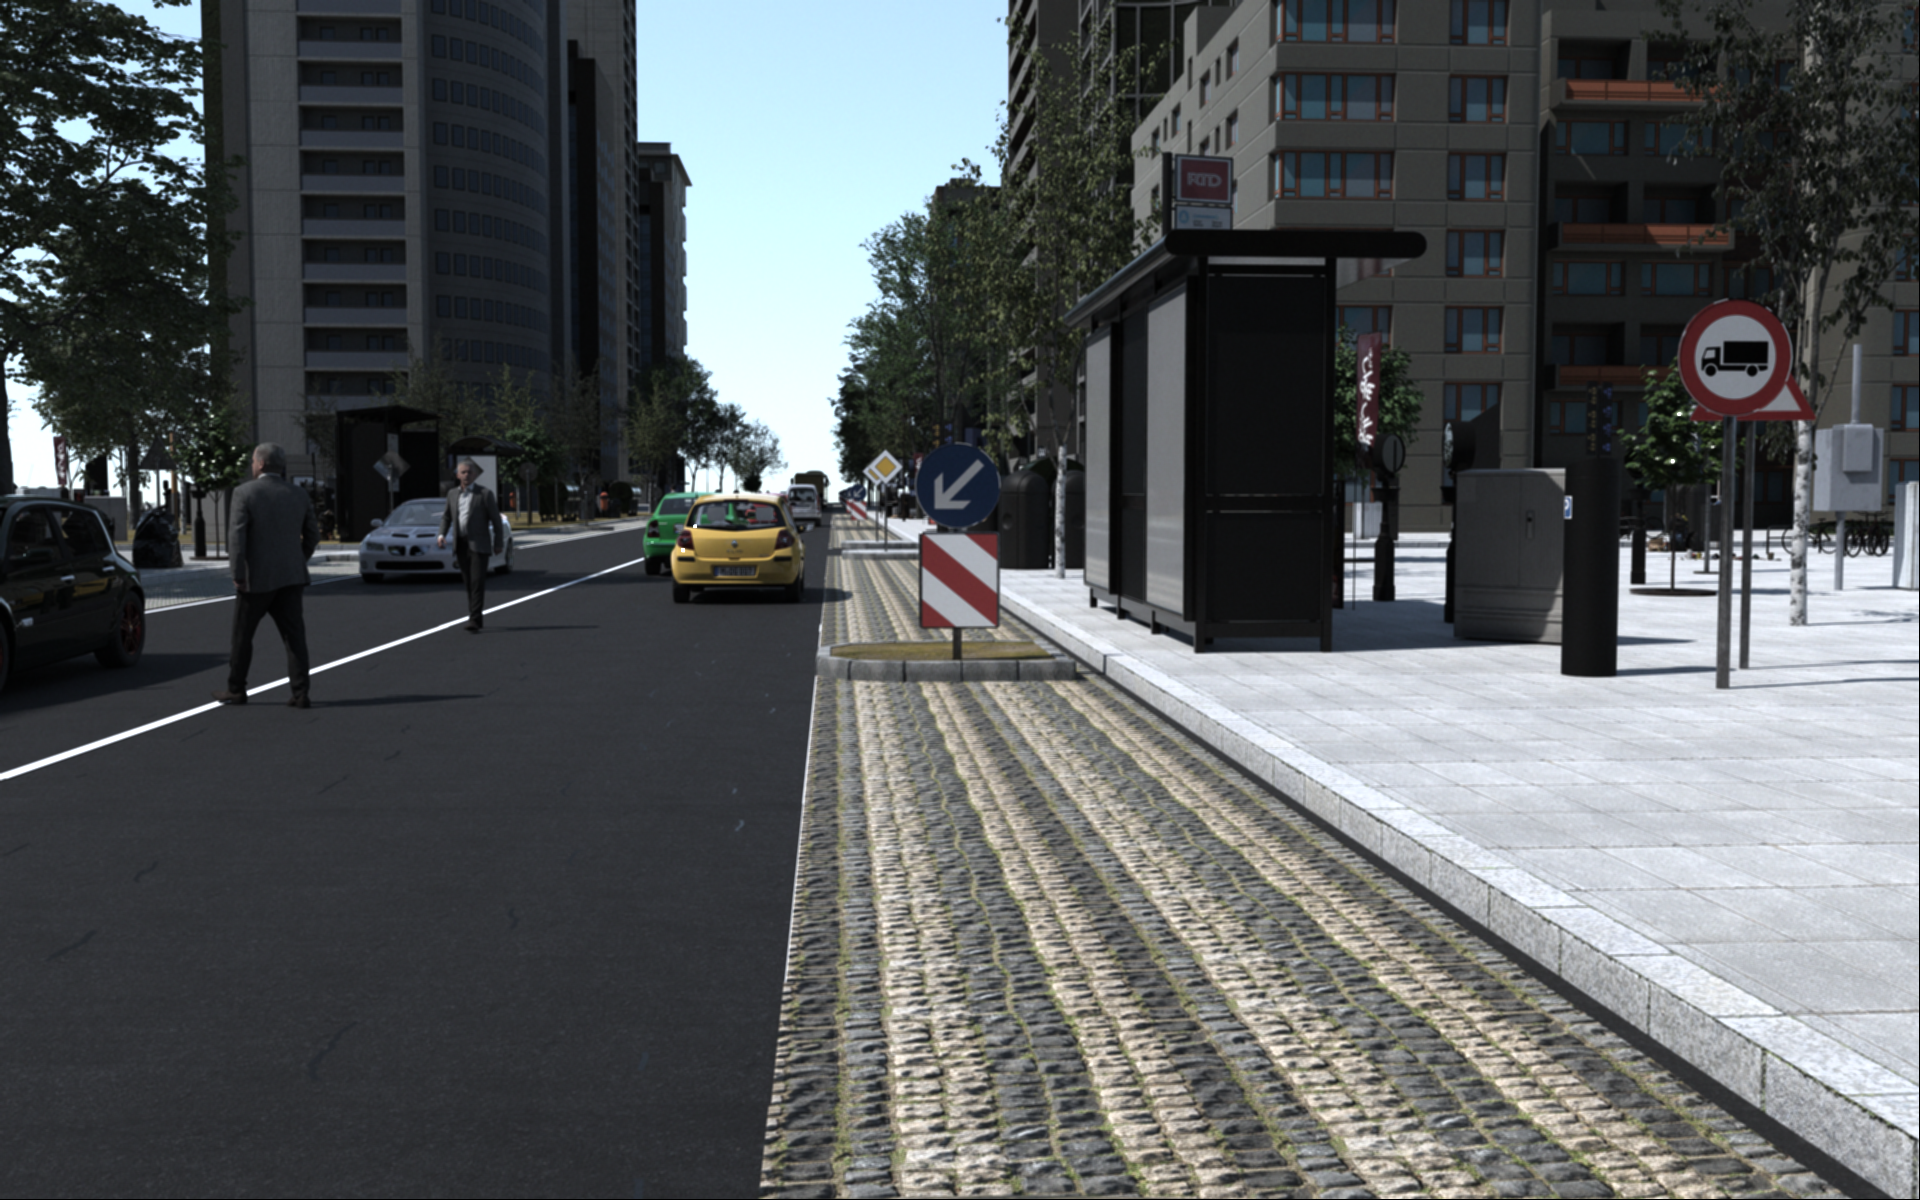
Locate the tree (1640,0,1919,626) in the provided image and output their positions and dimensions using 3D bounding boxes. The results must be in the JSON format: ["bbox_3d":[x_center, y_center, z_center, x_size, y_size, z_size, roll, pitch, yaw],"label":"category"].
[{"bbox_3d":[8.436,-4.057,16.699,4.360,8.622,3.978,0,3,0],"label":"tree"}]

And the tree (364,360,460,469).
[{"bbox_3d":[-30.459,-9.058,98.464,4.737,8.622,4.395,0,3,0],"label":"tree"}]

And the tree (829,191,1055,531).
[{"bbox_3d":[-0.519,-8.201,59.848,9.928,11.665,9.643,0,3,0],"label":"tree"}]

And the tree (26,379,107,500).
[{"bbox_3d":[-44.548,-8.361,87.067,4.737,8.622,4.395,0,3,0],"label":"tree"}]

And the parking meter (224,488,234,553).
[{"bbox_3d":[-15.840,-1.796,37.779,0.372,1.533,0.369,0,3,0],"label":"parking meter"}]

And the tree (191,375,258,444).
[{"bbox_3d":[-44.905,-9.495,105.607,4.737,8.622,4.395,0,3,0],"label":"tree"}]

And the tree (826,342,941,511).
[{"bbox_3d":[-5.545,-13.950,134.734,9.857,13.997,8.962,0,3,0],"label":"tree"}]

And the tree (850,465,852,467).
[{"bbox_3d":[-13.861,-17.593,238.005,4.737,8.622,4.395,0,3,0],"label":"tree"}]

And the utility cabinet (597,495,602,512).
[{"bbox_3d":[-19.723,-5.110,94.708,0.306,1.237,1.020,-1,4,-12],"label":"utility cabinet"}]

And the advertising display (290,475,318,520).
[{"bbox_3d":[-22.831,-3.363,60.196,0.123,1.923,0.974,2,4,27],"label":"advertising display"}]

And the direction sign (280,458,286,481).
[{"bbox_3d":[-39.805,-6.691,101.397,0.379,3.537,0.876,2,4,26],"label":"direction sign"}]

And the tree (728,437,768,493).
[{"bbox_3d":[-26.708,-15.857,209.627,4.737,8.622,4.395,0,3,0],"label":"tree"}]

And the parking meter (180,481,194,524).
[{"bbox_3d":[-32.745,-4.134,73.302,0.399,1.863,0.255,1,4,18],"label":"parking meter"}]

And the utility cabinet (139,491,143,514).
[{"bbox_3d":[-51.966,-6.180,109.722,0.318,1.500,1.173,-1,4,-23],"label":"utility cabinet"}]

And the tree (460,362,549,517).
[{"bbox_3d":[-24.565,-8.909,96.025,4.737,8.622,4.395,0,3,0],"label":"tree"}]

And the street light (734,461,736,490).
[{"bbox_3d":[-26.599,-14.213,205.163,0.468,5.910,1.993,0,4,-4],"label":"street light"}]

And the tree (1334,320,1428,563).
[{"bbox_3d":[7.212,-3.003,32.818,4.285,4.588,4.351,0,3,0],"label":"tree"}]

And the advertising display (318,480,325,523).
[{"bbox_3d":[-29.068,-4.450,77.966,0.974,1.923,0.123,-2,4,-32],"label":"advertising display"}]

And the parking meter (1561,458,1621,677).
[{"bbox_3d":[4.466,-0.235,12.259,0.372,1.533,0.369,0,3,0],"label":"parking meter"}]

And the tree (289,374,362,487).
[{"bbox_3d":[-39.210,-9.609,107.472,4.360,8.622,3.978,0,3,0],"label":"tree"}]

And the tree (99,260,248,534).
[{"bbox_3d":[-24.758,-6.399,54.982,4.360,8.622,3.978,0,3,0],"label":"tree"}]

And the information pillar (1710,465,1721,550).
[{"bbox_3d":[17.444,-2.165,39.887,0.304,2.012,0.304,-2,4,-27],"label":"information pillar"}]

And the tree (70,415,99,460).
[{"bbox_3d":[-39.123,-7.946,80.286,4.360,8.622,3.978,0,3,0],"label":"tree"}]

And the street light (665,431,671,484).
[{"bbox_3d":[-20.669,-9.163,122.608,0.468,5.910,1.993,0,4,-4],"label":"street light"}]

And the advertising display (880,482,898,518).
[{"bbox_3d":[-3.853,-5.432,94.030,0.974,1.923,0.123,0,4,-8],"label":"advertising display"}]

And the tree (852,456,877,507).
[{"bbox_3d":[-9.149,-13.987,179.050,4.360,8.622,3.978,0,3,0],"label":"tree"}]

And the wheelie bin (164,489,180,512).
[{"bbox_3d":[-45.385,-5.630,99.958,0.693,1.594,0.980,2,4,28],"label":"wheelie bin"}]

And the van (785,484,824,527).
[{"bbox_3d":[-7.033,-4.286,77.096,2.013,2.044,4.112,0,4,-5],"label":"van"}]

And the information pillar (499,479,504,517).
[{"bbox_3d":[-21.750,-4.727,81.775,0.304,2.012,0.304,-2,4,-31],"label":"information pillar"}]

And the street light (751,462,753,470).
[{"bbox_3d":[-29.287,-16.572,243.745,0.468,5.910,1.993,0,4,-4],"label":"street light"}]

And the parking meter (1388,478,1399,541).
[{"bbox_3d":[11.895,-2.559,47.551,0.255,1.863,0.399,1,4,21],"label":"parking meter"}]

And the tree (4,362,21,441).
[{"bbox_3d":[-44.801,-7.858,78.835,4.360,8.622,3.978,0,3,0],"label":"tree"}]

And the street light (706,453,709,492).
[{"bbox_3d":[-23.431,-11.489,160.626,0.468,5.910,1.993,0,4,-4],"label":"street light"}]

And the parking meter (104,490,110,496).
[{"bbox_3d":[-51.781,-5.912,105.069,0.372,1.533,0.369,0,3,0],"label":"parking meter"}]

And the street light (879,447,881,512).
[{"bbox_3d":[-5.618,-9.060,120.916,0.468,5.910,1.993,0,4,-4],"label":"street light"}]

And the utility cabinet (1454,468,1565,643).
[{"bbox_3d":[4.886,-0.384,14.963,1.173,1.500,0.318,3,5,42],"label":"utility cabinet"}]

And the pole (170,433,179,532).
[{"bbox_3d":[-26.259,-3.917,57.892,0.158,3.312,0.155,0,3,0],"label":"pole"}]

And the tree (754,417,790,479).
[{"bbox_3d":[-32.476,-22.273,274.539,12.009,13.543,11.850,0,3,0],"label":"tree"}]

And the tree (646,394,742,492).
[{"bbox_3d":[-23.508,-13.299,151.845,8.767,10.594,7.601,-1,4,-15],"label":"tree"}]

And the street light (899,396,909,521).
[{"bbox_3d":[-2.650,-6.666,81.780,0.468,5.910,1.993,0,4,-4],"label":"street light"}]

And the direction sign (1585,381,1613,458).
[{"bbox_3d":[12.881,-2.629,34.980,0.876,3.537,0.379,-3,4,-37],"label":"direction sign"}]

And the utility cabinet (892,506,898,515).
[{"bbox_3d":[-3.567,-5.726,104.786,1.020,1.237,0.306,0,4,3],"label":"utility cabinet"}]

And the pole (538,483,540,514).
[{"bbox_3d":[-27.025,-7.185,111.318,0.158,3.312,0.155,0,3,0],"label":"pole"}]

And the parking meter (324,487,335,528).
[{"bbox_3d":[-23.940,-3.509,65.776,0.372,1.533,0.369,0,3,0],"label":"parking meter"}]

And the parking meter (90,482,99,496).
[{"bbox_3d":[-42.177,-4.814,84.426,0.399,1.863,0.255,2,4,33],"label":"parking meter"}]

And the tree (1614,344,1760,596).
[{"bbox_3d":[9.010,-1.679,22.049,1.663,3.219,1.824,0,3,0],"label":"tree"}]

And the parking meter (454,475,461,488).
[{"bbox_3d":[-15.604,-2.967,54.229,0.399,1.863,0.255,-1,4,-21],"label":"parking meter"}]

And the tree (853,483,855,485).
[{"bbox_3d":[-15.118,-15.808,253.061,1.663,3.219,1.824,0,3,0],"label":"tree"}]

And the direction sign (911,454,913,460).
[{"bbox_3d":[-2.521,-6.512,98.469,0.379,3.537,0.876,-3,4,-36],"label":"direction sign"}]

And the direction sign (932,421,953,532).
[{"bbox_3d":[-0.543,-3.772,53.667,0.876,3.537,0.379,3,5,43],"label":"direction sign"}]

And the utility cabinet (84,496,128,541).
[{"bbox_3d":[-23.214,-2.196,47.073,1.020,1.237,0.306,-1,4,-20],"label":"utility cabinet"}]

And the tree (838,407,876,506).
[{"bbox_3d":[-9.586,-16.629,190.014,7.486,12.596,7.792,0,3,0],"label":"tree"}]

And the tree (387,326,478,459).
[{"bbox_3d":[-23.374,-7.697,76.207,4.360,8.622,3.978,0,3,0],"label":"tree"}]

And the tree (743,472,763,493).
[{"bbox_3d":[-31.146,-16.881,259.719,4.285,4.588,4.351,0,3,0],"label":"tree"}]

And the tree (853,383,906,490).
[{"bbox_3d":[-3.923,-9.591,107.168,4.737,8.622,4.395,0,3,0],"label":"tree"}]

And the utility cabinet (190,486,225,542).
[{"bbox_3d":[-19.562,-2.254,45.530,1.173,1.500,0.318,0,4,2],"label":"utility cabinet"}]

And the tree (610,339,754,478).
[{"bbox_3d":[-23.097,-13.940,138.282,12.009,13.543,11.850,0,3,0],"label":"tree"}]

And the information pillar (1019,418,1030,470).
[{"bbox_3d":[1.898,-3.651,51.052,0.183,3.616,0.504,-2,4,-29],"label":"information pillar"}]

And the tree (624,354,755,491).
[{"bbox_3d":[-21.159,-12.367,127.952,9.928,11.665,9.643,0,3,0],"label":"tree"}]
